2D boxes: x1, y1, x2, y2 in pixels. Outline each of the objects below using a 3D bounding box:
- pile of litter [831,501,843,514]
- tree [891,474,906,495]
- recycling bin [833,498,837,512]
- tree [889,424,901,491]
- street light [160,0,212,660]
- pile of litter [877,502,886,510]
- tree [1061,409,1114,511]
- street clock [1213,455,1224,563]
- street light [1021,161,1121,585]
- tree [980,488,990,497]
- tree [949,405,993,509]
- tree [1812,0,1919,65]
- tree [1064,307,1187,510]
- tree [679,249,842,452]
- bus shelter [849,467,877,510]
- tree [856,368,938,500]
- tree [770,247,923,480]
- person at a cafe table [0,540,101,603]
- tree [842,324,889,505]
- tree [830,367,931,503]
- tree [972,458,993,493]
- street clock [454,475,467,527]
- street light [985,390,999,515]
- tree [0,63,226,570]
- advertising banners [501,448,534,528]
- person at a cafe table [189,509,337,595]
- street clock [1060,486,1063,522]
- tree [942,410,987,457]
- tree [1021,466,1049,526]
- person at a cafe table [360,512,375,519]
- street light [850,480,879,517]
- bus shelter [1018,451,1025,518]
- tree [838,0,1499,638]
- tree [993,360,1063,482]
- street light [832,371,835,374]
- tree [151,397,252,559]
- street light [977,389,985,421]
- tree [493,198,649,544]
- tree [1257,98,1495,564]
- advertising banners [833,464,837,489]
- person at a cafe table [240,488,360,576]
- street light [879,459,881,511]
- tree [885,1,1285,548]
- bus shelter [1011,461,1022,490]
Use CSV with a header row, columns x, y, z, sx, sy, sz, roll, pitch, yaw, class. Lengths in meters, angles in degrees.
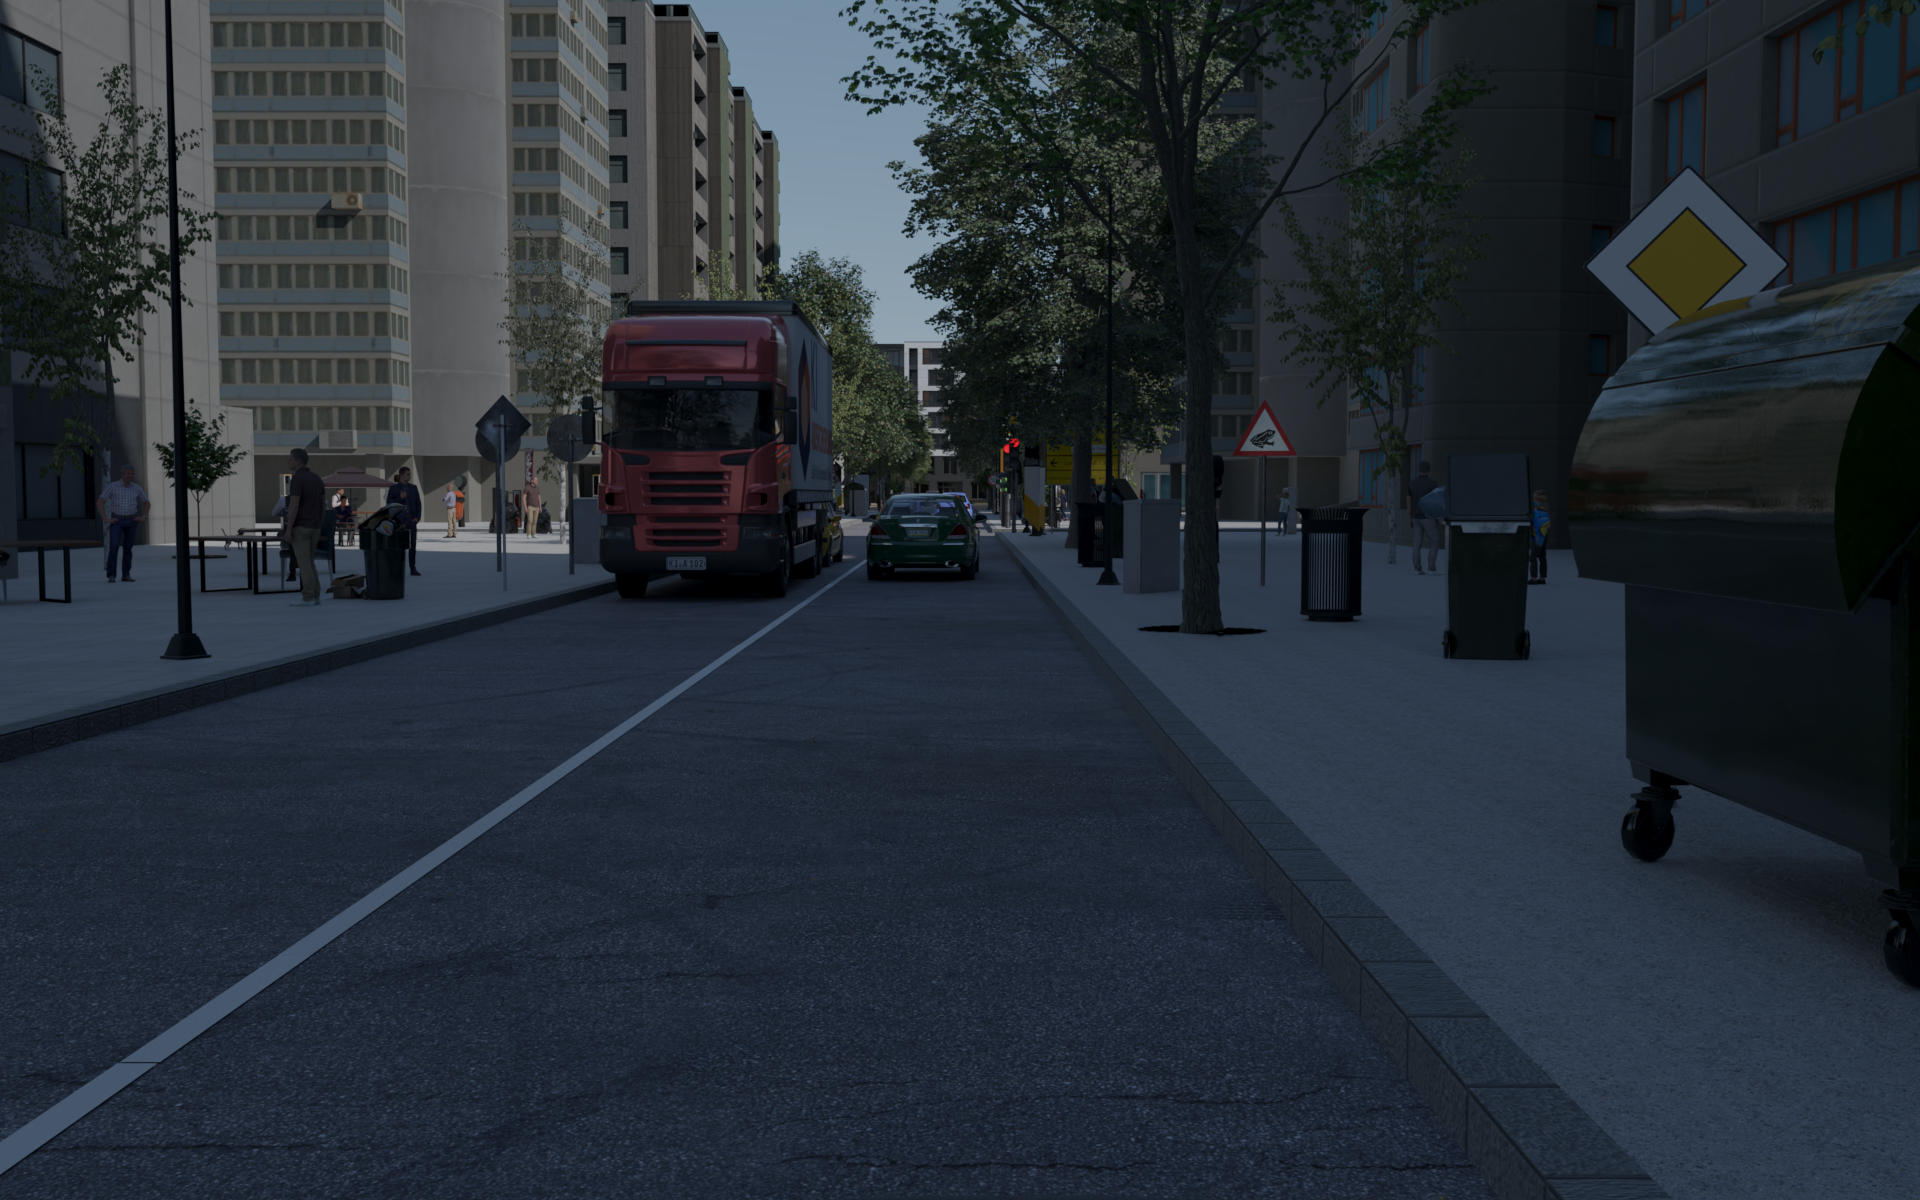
x,y,z,sx,sy,sz,roll,pitch,yaw,class
-7.890,-5.830,109.293,1.719,0.858,1.176,0,4,-5,pile of litter
-6.117,-10.563,167.307,1.663,3.219,1.824,0,3,0,tree
-8.402,-6.124,112.683,0.722,1.027,0.722,0,4,2,recycling bin
-6.134,-11.388,136.556,4.737,8.622,4.395,0,3,0,tree
-5.514,-2.496,13.358,1.470,5.913,1.316,0,3,0,street light
-6.042,-7.602,138.263,1.176,0.858,1.719,0,4,-8,pile of litter
7.749,-9.653,108.188,4.360,8.622,3.978,0,3,0,tree
4.701,-1.687,32.150,0.358,2.002,0.471,-1,4,-15,street clock
1.560,-3.169,24.348,1.470,5.913,1.316,0,3,0,street light
3.226,-15.175,198.480,4.360,8.622,3.978,0,3,0,tree
2.550,-13.959,146.352,7.486,12.596,7.792,0,3,0,tree
5.801,-3.560,8.565,4.737,8.622,4.395,0,3,0,tree
6.818,-7.236,68.678,4.737,8.622,4.395,0,3,0,tree
-6.687,-6.203,51.776,4.737,8.622,4.395,0,3,0,tree
-7.019,-7.869,122.580,2.014,3.302,5.546,0,4,0,bus shelter
-5.976,-14.537,155.806,7.486,12.596,7.792,0,3,0,tree
-6.515,-10.005,80.587,9.611,12.733,9.660,0,3,0,tree
-11.361,-0.583,20.387,1.726,1.238,1.698,3,5,40,person at a cafe table
-5.806,-7.398,71.327,4.737,8.622,4.395,0,3,0,tree
-6.643,-9.556,90.659,7.601,10.594,8.767,1,4,21,tree
2.466,-8.838,128.208,4.285,4.588,4.351,0,3,0,tree
-19.204,-3.798,66.669,0.471,2.002,0.358,2,4,34,street clock
1.669,-5.167,57.026,1.470,5.913,1.316,0,3,0,street light
-14.613,-4.806,28.939,4.737,8.622,4.395,0,3,0,tree
-16.867,-4.262,65.867,2.074,3.025,0.090,3,4,37,advertising banners
-9.059,-0.737,22.917,1.698,1.238,1.726,2,4,30,person at a cafe table
4.484,-4.524,78.543,0.358,2.002,0.471,-1,4,-9,street clock
3.295,-15.730,167.548,12.009,13.543,11.850,0,3,0,tree
3.263,-4.564,69.223,1.663,3.219,1.824,0,3,0,tree
-19.106,-2.799,54.284,1.622,1.524,1.698,0,4,-2,person at a cafe table
-5.440,-7.603,96.854,1.470,5.913,1.316,0,3,0,street light
3.839,-6.461,96.924,1.731,3.624,6.357,0,3,0,bus shelter
2.109,-5.507,15.800,9.928,11.665,9.643,0,3,0,tree
3.521,-8.250,85.244,4.737,8.622,4.395,0,3,0,tree
-5.425,-5.681,65.424,1.470,5.913,1.316,0,3,0,street light
-15.347,-2.447,34.604,1.663,3.219,1.824,0,3,0,tree
1.576,-6.347,76.312,1.470,5.913,1.316,0,3,0,street light
-10.005,-5.739,44.201,4.360,8.622,3.978,0,3,0,tree
7.707,-4.968,31.588,4.737,8.622,4.395,0,3,0,tree
-7.943,-6.393,100.721,2.074,3.025,0.090,3,4,38,advertising banners
-10.573,-1.171,27.666,1.698,1.524,1.622,-1,4,-21,person at a cafe table
-5.391,-9.516,128.132,1.470,5.913,1.316,0,3,0,street light
2.829,-8.209,40.879,9.857,13.997,8.962,0,3,0,tree
3.907,-6.857,106.035,2.014,3.302,5.546,0,3,0,bus shelter
